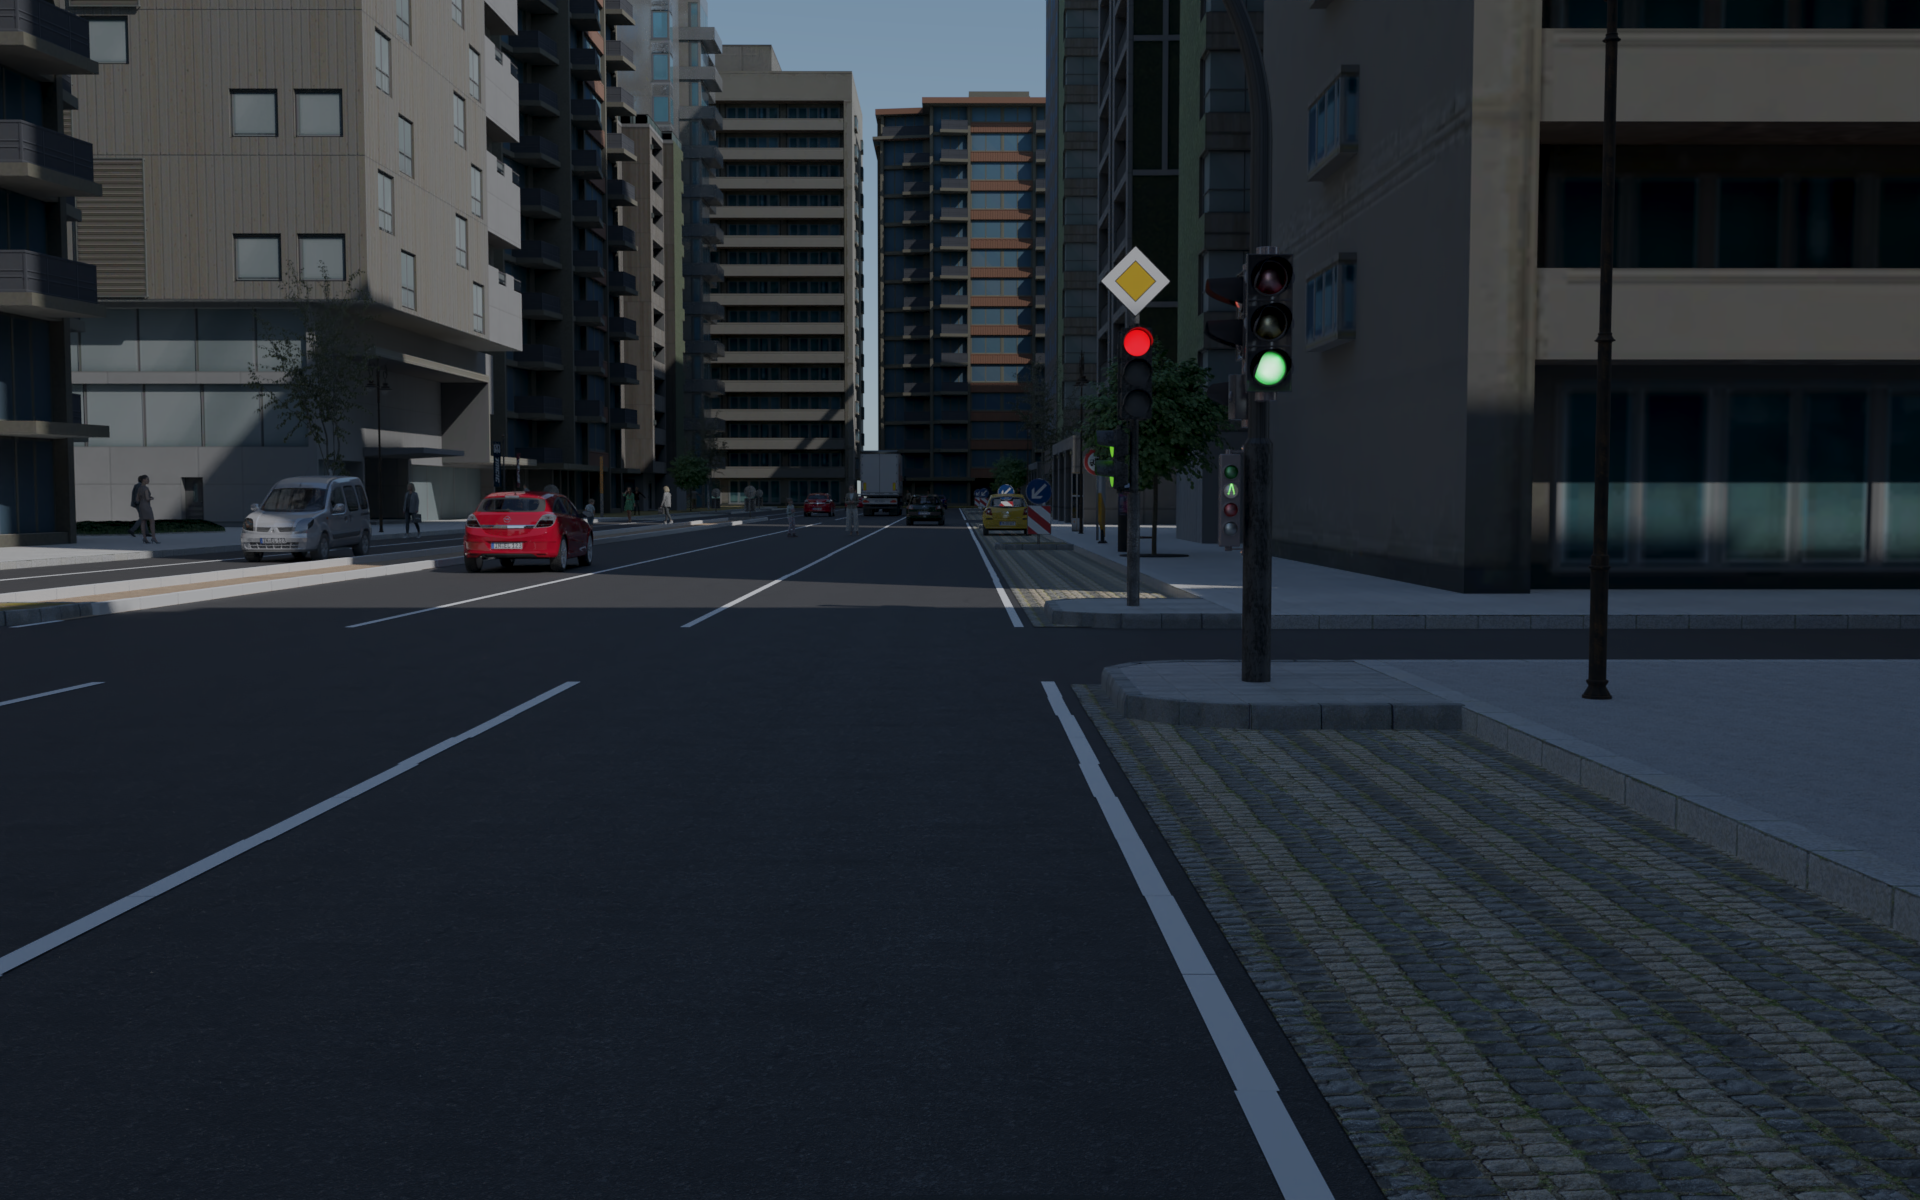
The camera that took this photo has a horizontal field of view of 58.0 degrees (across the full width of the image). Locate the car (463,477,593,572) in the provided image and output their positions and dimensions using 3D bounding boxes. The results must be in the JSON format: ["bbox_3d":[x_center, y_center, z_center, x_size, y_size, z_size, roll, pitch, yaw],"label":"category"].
[{"bbox_3d":[-8.216,-1.481,33.248,2.155,1.783,4.494,0,4,-2],"label":"car"}]

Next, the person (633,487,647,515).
[{"bbox_3d":[-19.630,-6.011,105.146,1.217,1.723,0.721,0,4,-5],"label":"person"}]

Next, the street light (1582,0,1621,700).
[{"bbox_3d":[4.002,-2.319,10.705,0.468,5.910,1.993,0,4,0],"label":"street light"}]

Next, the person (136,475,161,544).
[{"bbox_3d":[-21.006,-2.350,44.804,0.599,1.781,0.374,2,4,35],"label":"person"}]

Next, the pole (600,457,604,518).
[{"bbox_3d":[-19.595,-6.170,94.720,0.158,3.312,0.155,0,3,0],"label":"pole"}]

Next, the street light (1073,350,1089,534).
[{"bbox_3d":[3.909,-5.076,55.773,0.468,5.910,1.993,0,4,0],"label":"street light"}]

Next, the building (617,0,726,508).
[{"bbox_3d":[-37.151,-32.811,156.069,30.456,49.044,23.786,0,4,0],"label":"building"}]

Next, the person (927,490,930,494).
[{"bbox_3d":[-2.587,-7.966,139.458,1.217,1.735,0.721,1,4,23],"label":"person"}]

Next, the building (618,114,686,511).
[{"bbox_3d":[-29.054,-22.029,131.871,14.160,30.474,14.107,0,4,0],"label":"building"}]

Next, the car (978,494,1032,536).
[{"bbox_3d":[1.634,-3.082,60.616,2.015,1.641,3.980,0,4,1],"label":"car"}]

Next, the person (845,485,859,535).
[{"bbox_3d":[-3.765,-3.134,60.295,0.519,1.759,0.362,0,4,7],"label":"person"}]

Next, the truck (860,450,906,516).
[{"bbox_3d":[-5.168,-7.806,116.537,2.839,4.237,11.283,0,3,0],"label":"truck"}]

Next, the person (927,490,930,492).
[{"bbox_3d":[-2.995,-9.709,166.867,0.705,1.869,1.348,-2,4,-29],"label":"person"}]

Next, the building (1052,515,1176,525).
[{"bbox_3d":[14.888,-38.932,74.796,20.563,71.187,20.611,0,4,0],"label":"building"}]

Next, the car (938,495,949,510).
[{"bbox_3d":[-2.029,-9.142,162.052,1.945,1.354,3.894,0,4,0],"label":"car"}]

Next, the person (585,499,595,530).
[{"bbox_3d":[-13.562,-3.076,63.484,0.332,1.250,0.352,2,4,24],"label":"person"}]

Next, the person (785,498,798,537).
[{"bbox_3d":[-5.597,-2.748,57.703,0.394,1.301,0.425,1,4,12],"label":"person"}]

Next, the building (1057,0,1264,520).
[{"bbox_3d":[12.688,-25.569,101.654,14.154,41.232,14.086,0,4,0],"label":"building"}]

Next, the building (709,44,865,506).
[{"bbox_3d":[-21.727,-34.706,191.141,21.600,48.544,21.300,0,4,0],"label":"building"}]

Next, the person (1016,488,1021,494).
[{"bbox_3d":[3.872,-6.746,117.163,0.721,1.723,1.217,-1,4,-17],"label":"person"}]

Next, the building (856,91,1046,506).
[{"bbox_3d":[3.506,-32.827,191.340,28.867,44.769,22.147,0,4,0],"label":"building"}]

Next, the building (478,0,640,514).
[{"bbox_3d":[-32.854,-27.835,109.721,22.147,44.769,28.867,0,4,0],"label":"building"}]

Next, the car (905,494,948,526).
[{"bbox_3d":[-1.585,-4.310,80.254,2.009,1.686,4.222,0,4,1],"label":"car"}]

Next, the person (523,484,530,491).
[{"bbox_3d":[-23.661,-5.394,94.349,0.853,1.813,0.709,1,4,13],"label":"person"}]

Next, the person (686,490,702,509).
[{"bbox_3d":[-22.283,-8.507,145.138,1.348,1.824,0.705,-1,4,-18],"label":"person"}]

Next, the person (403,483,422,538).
[{"bbox_3d":[-17.724,-2.906,56.201,0.709,1.800,0.728,1,4,23],"label":"person"}]

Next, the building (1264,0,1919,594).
[{"bbox_3d":[16.931,-24.940,31.473,21.600,48.544,21.300,0,4,0],"label":"building"}]

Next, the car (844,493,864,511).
[{"bbox_3d":[-9.048,-8.641,150.326,2.155,1.783,4.494,0,4,-2],"label":"car"}]

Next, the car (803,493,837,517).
[{"bbox_3d":[-8.957,-6.210,110.578,2.155,1.783,4.494,0,4,0],"label":"car"}]

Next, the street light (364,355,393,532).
[{"bbox_3d":[-19.418,-5.208,57.933,0.468,5.910,1.993,0,4,0],"label":"street light"}]

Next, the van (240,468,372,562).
[{"bbox_3d":[-14.286,-1.891,37.935,2.013,2.044,4.112,0,4,-1],"label":"van"}]

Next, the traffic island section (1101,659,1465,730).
[{"bbox_3d":[2.046,0.635,11.906,2.009,0.180,2.903,0,4,0],"label":"traffic island section"}]

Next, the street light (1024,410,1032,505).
[{"bbox_3d":[3.680,-7.408,93.906,0.468,5.910,1.993,0,4,0],"label":"street light"}]

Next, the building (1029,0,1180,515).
[{"bbox_3d":[15.986,-42.484,132.864,20.563,71.187,20.611,0,4,0],"label":"building"}]

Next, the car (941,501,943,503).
[{"bbox_3d":[-2.087,-6.039,111.312,1.945,1.354,3.894,0,4,0],"label":"car"}]

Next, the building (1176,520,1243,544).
[{"bbox_3d":[13.240,-22.435,50.402,14.154,41.232,14.086,0,4,0],"label":"building"}]

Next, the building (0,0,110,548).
[{"bbox_3d":[-32.476,-23.276,35.184,22.147,44.769,28.867,0,4,0],"label":"building"}]

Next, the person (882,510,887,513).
[{"bbox_3d":[-5.698,-7.487,130.878,1.348,1.831,0.705,0,4,-1],"label":"person"}]

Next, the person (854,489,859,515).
[{"bbox_3d":[-7.162,-6.812,120.398,0.750,1.759,0.617,3,5,41],"label":"person"}]

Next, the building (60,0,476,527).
[{"bbox_3d":[-35.940,-29.867,77.558,28.713,52.752,27.495,0,4,0],"label":"building"}]

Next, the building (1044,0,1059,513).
[{"bbox_3d":[12.993,-28.488,115.886,14.600,45.320,14.200,0,4,0],"label":"building"}]

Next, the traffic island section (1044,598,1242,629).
[{"bbox_3d":[2.010,0.146,19.891,2.009,0.180,2.903,0,4,0],"label":"traffic island section"}]

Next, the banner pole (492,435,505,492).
[{"bbox_3d":[-19.332,-5.064,72.815,0.401,3.779,0.863,2,4,28],"label":"banner pole"}]

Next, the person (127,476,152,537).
[{"bbox_3d":[-24.424,-2.783,51.643,0.679,1.850,0.850,3,4,38],"label":"person"}]

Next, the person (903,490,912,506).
[{"bbox_3d":[-4.948,-9.546,164.595,0.705,1.823,1.348,-3,4,-38],"label":"person"}]

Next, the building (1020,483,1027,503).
[{"bbox_3d":[21.412,-28.435,156.795,32.217,40.220,23.993,0,4,0],"label":"building"}]

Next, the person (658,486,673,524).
[{"bbox_3d":[-13.829,-4.453,81.483,0.728,1.800,0.709,2,4,29],"label":"person"}]
